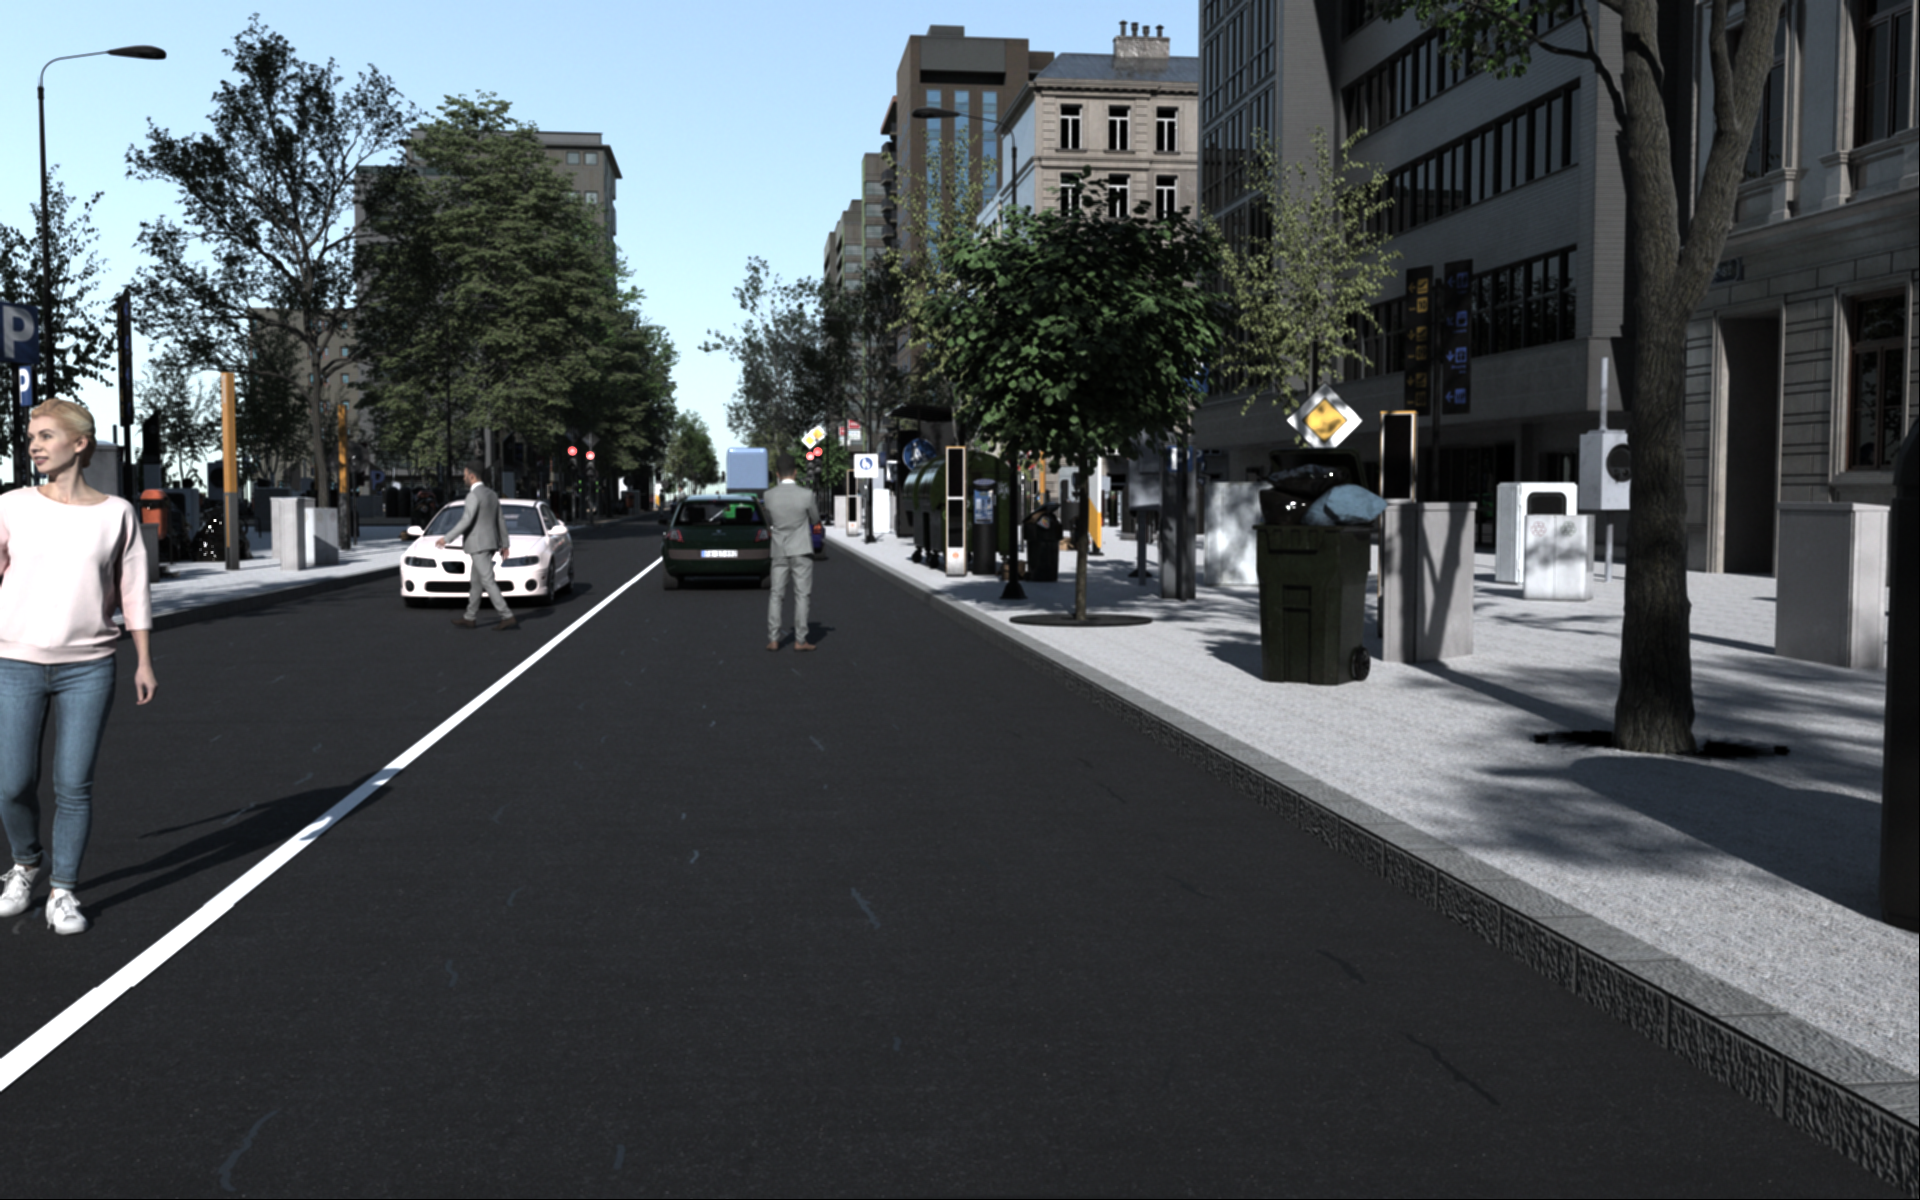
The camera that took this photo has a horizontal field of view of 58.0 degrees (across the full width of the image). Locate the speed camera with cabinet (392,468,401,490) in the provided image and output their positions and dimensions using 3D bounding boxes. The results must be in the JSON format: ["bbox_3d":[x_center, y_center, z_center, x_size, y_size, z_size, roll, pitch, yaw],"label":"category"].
[{"bbox_3d":[-42.648,-8.377,131.293,0.660,3.252,2.038,-1,4,-22],"label":"speed camera with cabinet"}]

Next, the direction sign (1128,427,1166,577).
[{"bbox_3d":[2.795,-2.126,26.759,0.876,3.537,0.379,-2,4,-26],"label":"direction sign"}]

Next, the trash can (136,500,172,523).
[{"bbox_3d":[-18.181,-1.680,39.118,0.748,1.137,0.748,0,3,0],"label":"trash can"}]

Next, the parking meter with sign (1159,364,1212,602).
[{"bbox_3d":[2.713,-1.538,21.405,0.543,3.016,1.738,0,4,3],"label":"parking meter with sign"}]

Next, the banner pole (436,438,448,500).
[{"bbox_3d":[-23.061,-5.339,77.307,0.401,3.779,0.863,2,4,28],"label":"banner pole"}]

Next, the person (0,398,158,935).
[{"bbox_3d":[-3.091,0.209,5.756,0.731,1.740,0.598,-2,4,-30],"label":"person"}]

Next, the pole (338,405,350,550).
[{"bbox_3d":[-14.121,-2.805,39.704,0.158,3.312,0.155,0,3,0],"label":"pole"}]

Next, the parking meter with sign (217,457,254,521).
[{"bbox_3d":[-34.396,-5.218,81.570,1.738,3.016,0.543,0,4,5],"label":"parking meter with sign"}]

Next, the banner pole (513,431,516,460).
[{"bbox_3d":[-17.662,-4.799,68.478,0.401,3.779,0.863,0,4,1],"label":"banner pole"}]

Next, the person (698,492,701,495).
[{"bbox_3d":[-31.921,-12.475,212.989,1.217,1.766,0.721,3,5,41],"label":"person"}]

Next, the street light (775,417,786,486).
[{"bbox_3d":[-10.163,-8.038,103.963,1.470,5.913,1.316,0,4,-7],"label":"street light"}]

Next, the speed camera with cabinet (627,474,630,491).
[{"bbox_3d":[-25.311,-8.478,132.950,0.660,3.252,2.038,0,4,-2],"label":"speed camera with cabinet"}]

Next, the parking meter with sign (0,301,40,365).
[{"bbox_3d":[-9.450,-1.211,16.057,1.738,3.016,0.543,1,4,11],"label":"parking meter with sign"}]

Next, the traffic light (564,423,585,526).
[{"bbox_3d":[-15.287,-4.872,68.579,0.839,4.253,0.868,0,4,-7],"label":"traffic light"}]

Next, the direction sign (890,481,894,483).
[{"bbox_3d":[-5.150,-8.037,123.395,0.876,3.537,0.379,0,4,1],"label":"direction sign"}]

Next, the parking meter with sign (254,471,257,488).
[{"bbox_3d":[-41.264,-6.435,101.466,0.543,3.016,1.738,-3,5,-40],"label":"parking meter with sign"}]

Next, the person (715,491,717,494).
[{"bbox_3d":[-36.145,-15.231,257.401,0.709,1.838,0.599,-1,4,-18],"label":"person"}]

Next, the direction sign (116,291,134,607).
[{"bbox_3d":[-9.485,-1.697,19.738,0.379,3.537,0.876,-2,4,-33],"label":"direction sign"}]

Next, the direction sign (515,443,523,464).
[{"bbox_3d":[-19.695,-5.164,76.423,0.876,3.537,0.379,0,4,3],"label":"direction sign"}]

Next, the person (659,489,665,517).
[{"bbox_3d":[-18.596,-6.062,108.166,0.362,1.759,0.519,-1,4,-16],"label":"person"}]

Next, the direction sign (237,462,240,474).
[{"bbox_3d":[-50.317,-7.833,120.073,0.876,3.537,0.379,1,4,14],"label":"direction sign"}]

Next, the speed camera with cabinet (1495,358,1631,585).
[{"bbox_3d":[8.739,-1.865,24.831,2.038,3.252,0.660,-1,4,-17],"label":"speed camera with cabinet"}]

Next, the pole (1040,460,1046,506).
[{"bbox_3d":[2.725,-3.866,57.058,0.158,3.312,0.155,0,3,0],"label":"pole"}]

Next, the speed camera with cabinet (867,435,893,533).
[{"bbox_3d":[-2.724,-3.854,57.351,0.660,3.252,2.038,-1,4,-10],"label":"speed camera with cabinet"}]

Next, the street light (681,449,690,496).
[{"bbox_3d":[-28.643,-12.500,176.919,1.470,5.913,1.316,0,4,-7],"label":"street light"}]

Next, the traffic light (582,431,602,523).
[{"bbox_3d":[-16.275,-5.357,76.503,0.839,4.253,0.868,0,4,-7],"label":"traffic light"}]

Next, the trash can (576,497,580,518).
[{"bbox_3d":[-20.153,-4.865,91.200,0.748,1.137,0.748,0,3,0],"label":"trash can"}]

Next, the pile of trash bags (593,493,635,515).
[{"bbox_3d":[-20.999,-5.899,106.196,1.912,1.369,3.447,-3,5,-44],"label":"pile of trash bags"}]

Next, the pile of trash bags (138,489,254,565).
[{"bbox_3d":[-14.695,-1.405,32.728,1.912,1.369,3.447,0,4,-7],"label":"pile of trash bags"}]

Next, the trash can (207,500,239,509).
[{"bbox_3d":[-18.066,-1.887,42.504,0.748,1.137,0.748,0,3,0],"label":"trash can"}]

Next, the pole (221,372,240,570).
[{"bbox_3d":[-12.271,-2.157,29.117,0.158,3.312,0.155,0,3,0],"label":"pole"}]

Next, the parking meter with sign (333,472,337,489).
[{"bbox_3d":[-40.921,-7.194,113.881,0.543,3.016,1.738,0,4,-4],"label":"parking meter with sign"}]

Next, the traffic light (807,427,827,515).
[{"bbox_3d":[-5.752,-4.946,69.780,0.839,4.253,0.868,0,4,-7],"label":"traffic light"}]

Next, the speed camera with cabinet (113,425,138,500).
[{"bbox_3d":[-23.942,-3.328,48.747,0.660,3.252,2.038,0,4,4],"label":"speed camera with cabinet"}]

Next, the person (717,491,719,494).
[{"bbox_3d":[-29.272,-12.278,209.275,0.705,1.821,1.348,-3,5,-39],"label":"person"}]

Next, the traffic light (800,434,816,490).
[{"bbox_3d":[-6.740,-5.430,77.704,0.839,4.253,0.868,0,4,-7],"label":"traffic light"}]

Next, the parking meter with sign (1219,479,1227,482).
[{"bbox_3d":[13.173,-5.611,88.002,1.738,3.016,0.543,-1,4,-11],"label":"parking meter with sign"}]

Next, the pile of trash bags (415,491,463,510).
[{"bbox_3d":[-15.409,-2.662,53.269,1.912,1.369,3.447,2,4,25],"label":"pile of trash bags"}]

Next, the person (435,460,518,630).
[{"bbox_3d":[-5.061,-0.583,18.313,0.850,1.792,0.678,1,4,12],"label":"person"}]

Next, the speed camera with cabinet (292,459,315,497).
[{"bbox_3d":[-36.640,-6.251,96.547,0.660,3.252,2.038,0,4,5],"label":"speed camera with cabinet"}]

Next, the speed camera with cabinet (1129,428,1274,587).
[{"bbox_3d":[3.418,-1.829,24.242,2.038,3.252,0.660,1,4,15],"label":"speed camera with cabinet"}]

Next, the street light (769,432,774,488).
[{"bbox_3d":[-13.161,-9.515,128.106,1.470,5.913,1.316,0,4,-7],"label":"street light"}]

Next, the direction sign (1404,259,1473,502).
[{"bbox_3d":[4.712,-1.538,17.151,0.379,3.537,0.876,-2,4,-29],"label":"direction sign"}]

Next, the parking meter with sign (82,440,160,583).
[{"bbox_3d":[-12.216,-1.716,24.321,0.543,3.016,1.738,3,4,38],"label":"parking meter with sign"}]

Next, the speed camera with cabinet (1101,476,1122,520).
[{"bbox_3d":[7.547,-5.596,85.824,0.660,3.252,2.038,-3,5,-41],"label":"speed camera with cabinet"}]

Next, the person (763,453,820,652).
[{"bbox_3d":[-1.542,-0.443,15.917,0.511,1.800,0.466,0,4,-1],"label":"person"}]

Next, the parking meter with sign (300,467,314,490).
[{"bbox_3d":[-42.870,-7.177,113.608,1.738,3.016,0.543,2,4,29],"label":"parking meter with sign"}]

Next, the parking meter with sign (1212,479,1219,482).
[{"bbox_3d":[9.340,-4.296,66.493,0.543,3.016,1.738,2,4,25],"label":"parking meter with sign"}]

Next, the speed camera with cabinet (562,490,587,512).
[{"bbox_3d":[-27.521,-7.861,122.866,2.038,3.252,0.660,-2,4,-32],"label":"speed camera with cabinet"}]

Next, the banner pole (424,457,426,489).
[{"bbox_3d":[-33.485,-7.246,108.489,0.401,3.779,0.863,-1,4,-20],"label":"banner pole"}]

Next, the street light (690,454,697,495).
[{"bbox_3d":[-31.711,-14.000,201.448,1.470,5.913,1.316,0,4,-7],"label":"street light"}]

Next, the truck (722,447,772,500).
[{"bbox_3d":[-11.449,-6.389,94.211,2.967,4.110,18.799,0,4,-8],"label":"truck"}]

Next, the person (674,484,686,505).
[{"bbox_3d":[-10.737,-3.533,66.453,0.466,1.800,0.511,-1,4,-11],"label":"person"}]

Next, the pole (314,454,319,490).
[{"bbox_3d":[-32.728,-5.767,88.126,0.158,3.312,0.155,0,3,0],"label":"pole"}]

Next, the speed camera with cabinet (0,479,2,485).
[{"bbox_3d":[-54.253,-6.316,97.603,0.660,3.252,2.038,-2,4,-33],"label":"speed camera with cabinet"}]

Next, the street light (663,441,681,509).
[{"bbox_3d":[-25.548,-11.000,152.389,1.470,5.913,1.316,0,4,-7],"label":"street light"}]

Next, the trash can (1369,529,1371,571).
[{"bbox_3d":[6.235,-0.975,27.587,0.748,1.137,0.748,0,3,0],"label":"trash can"}]

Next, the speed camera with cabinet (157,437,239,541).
[{"bbox_3d":[-20.937,-3.254,47.535,2.038,3.252,0.660,0,4,-6],"label":"speed camera with cabinet"}]
